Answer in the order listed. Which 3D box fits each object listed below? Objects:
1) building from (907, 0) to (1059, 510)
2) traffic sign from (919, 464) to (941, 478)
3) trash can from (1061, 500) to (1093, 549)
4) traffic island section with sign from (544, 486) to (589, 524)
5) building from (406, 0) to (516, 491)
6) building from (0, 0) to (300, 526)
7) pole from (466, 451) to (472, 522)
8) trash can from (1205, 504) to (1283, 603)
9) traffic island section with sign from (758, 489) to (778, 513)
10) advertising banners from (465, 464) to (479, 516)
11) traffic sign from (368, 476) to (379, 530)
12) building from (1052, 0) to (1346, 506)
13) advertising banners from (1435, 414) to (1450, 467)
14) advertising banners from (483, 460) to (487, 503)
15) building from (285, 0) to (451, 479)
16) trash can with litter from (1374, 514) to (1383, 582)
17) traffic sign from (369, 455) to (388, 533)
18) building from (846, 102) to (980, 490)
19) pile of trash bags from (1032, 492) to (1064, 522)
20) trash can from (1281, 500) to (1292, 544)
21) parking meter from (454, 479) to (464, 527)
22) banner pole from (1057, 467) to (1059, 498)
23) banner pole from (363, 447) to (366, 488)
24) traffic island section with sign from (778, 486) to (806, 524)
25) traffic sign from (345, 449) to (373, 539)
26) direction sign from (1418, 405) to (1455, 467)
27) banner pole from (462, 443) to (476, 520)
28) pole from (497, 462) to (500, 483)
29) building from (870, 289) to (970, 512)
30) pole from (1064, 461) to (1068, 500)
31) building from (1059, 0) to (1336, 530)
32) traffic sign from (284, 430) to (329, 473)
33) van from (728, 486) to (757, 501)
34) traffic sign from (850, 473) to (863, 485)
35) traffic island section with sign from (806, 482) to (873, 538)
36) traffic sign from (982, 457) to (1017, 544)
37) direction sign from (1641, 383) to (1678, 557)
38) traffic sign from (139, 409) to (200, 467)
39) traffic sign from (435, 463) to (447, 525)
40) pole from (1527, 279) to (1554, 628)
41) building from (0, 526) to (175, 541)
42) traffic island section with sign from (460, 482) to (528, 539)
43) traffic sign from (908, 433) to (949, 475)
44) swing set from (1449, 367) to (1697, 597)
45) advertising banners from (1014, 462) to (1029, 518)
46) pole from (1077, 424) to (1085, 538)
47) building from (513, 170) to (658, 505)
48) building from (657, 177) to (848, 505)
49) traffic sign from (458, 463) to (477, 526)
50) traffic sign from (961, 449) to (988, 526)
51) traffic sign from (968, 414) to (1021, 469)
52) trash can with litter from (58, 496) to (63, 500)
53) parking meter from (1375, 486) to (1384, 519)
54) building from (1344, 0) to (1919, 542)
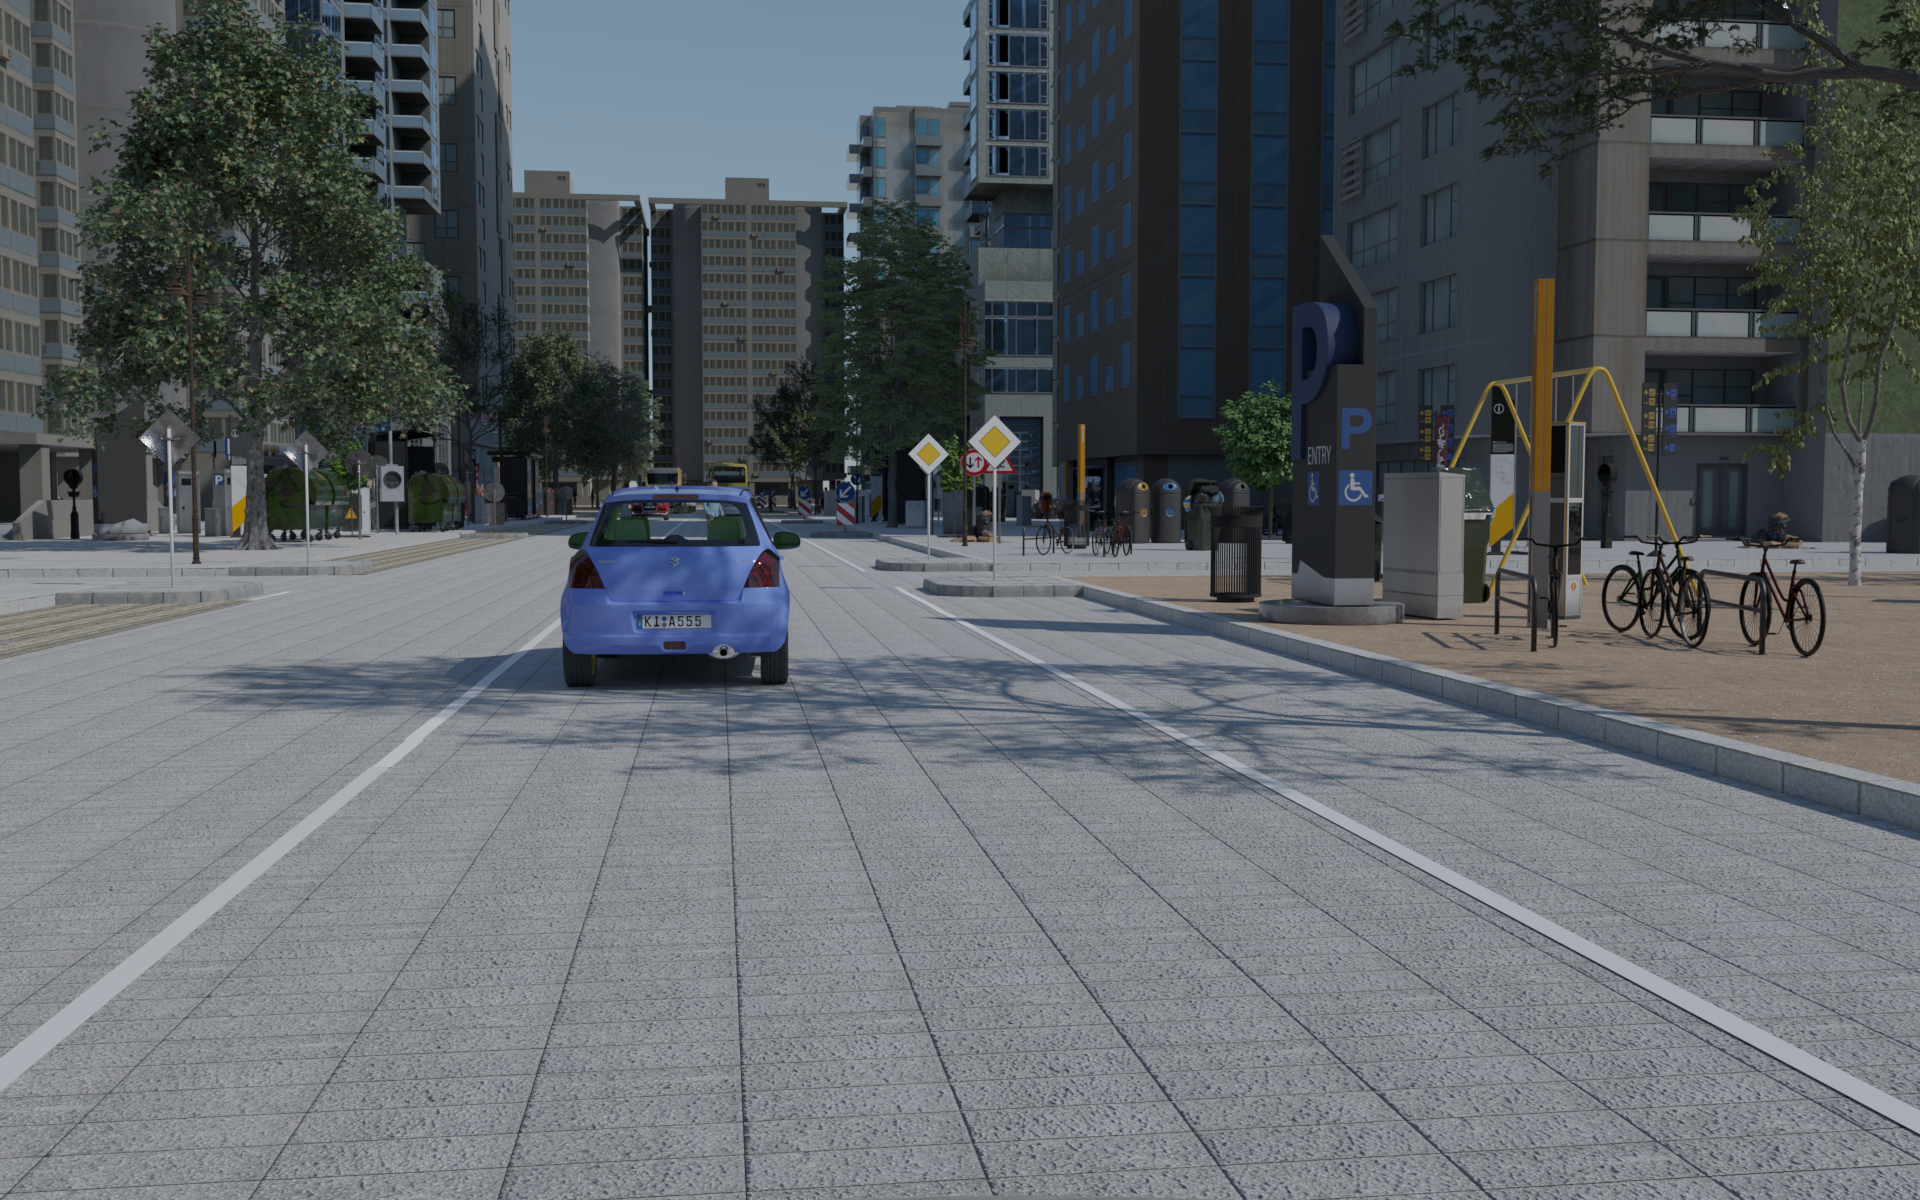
[{"bbox_3d":[8.597,-50.018,130.471,22.319,86.520,31.000,0,4,-8],"label":"building"},{"bbox_3d":[-0.964,-3.594,58.497,0.795,2.593,0.064,0,4,-2],"label":"traffic sign"},{"bbox_3d":[2.735,-1.770,40.598,0.748,1.137,0.748,0,3,0],"label":"trash can"},{"bbox_3d":[-18.894,-4.567,83.294,1.989,1.847,2.006,0,4,-8],"label":"traffic island section with sign"},{"bbox_3d":[-54.540,-34.550,154.134,27.495,52.752,28.713,0,4,-8],"label":"building"},{"bbox_3d":[-47.785,-24.137,86.517,32.217,40.220,23.993,0,4,-8],"label":"building"},{"bbox_3d":[-22.822,-5.303,80.549,0.158,3.312,0.155,0,3,0],"label":"pole"},{"bbox_3d":[3.289,-0.549,20.633,0.748,1.137,0.748,0,3,0],"label":"trash can"},{"bbox_3d":[-14.685,-7.677,134.140,1.989,1.847,2.006,0,4,-8],"label":"traffic island section with sign"},{"bbox_3d":[-28.565,-6.354,100.074,2.074,3.025,0.090,2,4,24],"label":"advertising banners"},{"bbox_3d":[-20.697,-3.734,61.160,0.768,2.556,0.104,0,3,0],"label":"traffic sign"},{"bbox_3d":[12.212,-25.322,97.614,14.154,41.232,14.086,0,4,-8],"label":"building"},{"bbox_3d":[10.429,-2.624,39.083,0.090,3.025,2.074,-1,4,-17],"label":"advertising banners"},{"bbox_3d":[-24.600,-5.717,89.661,0.090,3.025,2.074,-1,4,-12],"label":"advertising banners"},{"bbox_3d":[-46.924,-49.205,117.167,22.319,86.520,31.000,0,4,-8],"label":"building"},{"bbox_3d":[6.196,-0.856,25.378,1.055,1.170,0.624,2,4,25],"label":"trash can with litter"},{"bbox_3d":[-19.056,-3.456,56.607,0.768,2.556,0.104,0,4,-7],"label":"traffic sign"},{"bbox_3d":[1.191,-36.385,214.504,30.456,49.044,23.786,0,4,-8],"label":"building"},{"bbox_3d":[5.369,-4.834,88.784,3.447,1.369,1.912,-2,4,-25],"label":"pile of trash bags"},{"bbox_3d":[8.631,-2.022,44.716,0.748,1.137,0.748,0,3,0],"label":"trash can"},{"bbox_3d":[-19.531,-3.777,67.462,0.399,1.863,0.255,3,5,41],"label":"parking meter"},{"bbox_3d":[6.095,-7.170,107.246,0.401,3.779,0.863,-1,4,-17],"label":"banner pole"},{"bbox_3d":[-28.122,-5.591,81.425,0.401,3.779,0.863,1,4,13],"label":"banner pole"},{"bbox_3d":[-7.718,-4.636,84.423,1.989,1.847,2.006,0,4,-8],"label":"traffic island section with sign"},{"bbox_3d":[-16.982,-2.988,48.952,0.768,2.556,0.104,0,4,-3],"label":"traffic sign"},{"bbox_3d":[12.138,-3.193,44.209,0.876,3.537,0.379,1,4,14],"label":"direction sign"},{"bbox_3d":[-23.915,-5.763,84.243,0.863,3.779,0.401,0,4,4],"label":"banner pole"},{"bbox_3d":[-26.953,-6.573,101.307,0.158,3.312,0.155,0,3,0],"label":"pole"},{"bbox_3d":[6.608,-19.408,162.362,27.650,21.520,28.899,0,4,-8],"label":"building"},{"bbox_3d":[5.047,-5.391,81.992,0.158,3.312,0.155,0,3,0],"label":"pole"},{"bbox_3d":[12.109,-25.567,68.133,14.600,45.320,14.200,0,4,-8],"label":"building"},{"bbox_3d":[-11.967,-1.806,31.711,0.795,2.593,0.064,0,4,-8],"label":"traffic sign"},{"bbox_3d":[-11.722,-5.163,91.429,2.013,2.044,4.112,0,4,-8],"label":"van"},{"bbox_3d":[-6.134,-6.292,102.981,0.768,2.556,0.104,0,4,-8],"label":"traffic sign"},{"bbox_3d":[-3.982,-3.003,57.727,1.989,1.847,2.006,0,4,-8],"label":"traffic island section with sign"},{"bbox_3d":[1.018,-2.732,44.666,0.884,2.594,0.081,0,4,0],"label":"traffic sign"},{"bbox_3d":[14.287,-2.657,35.444,0.876,3.537,0.379,-1,4,-20],"label":"direction sign"},{"bbox_3d":[-10.859,-1.322,23.803,0.795,2.593,0.064,0,4,-8],"label":"traffic sign"},{"bbox_3d":[-21.039,-4.278,70.058,0.768,2.556,0.104,0,4,-4],"label":"traffic sign"},{"bbox_3d":[5.550,-1.389,16.556,0.158,3.312,0.155,0,3,0],"label":"pole"},{"bbox_3d":[-42.850,-21.975,51.173,32.217,40.220,23.993,0,4,-8],"label":"building"},{"bbox_3d":[-15.085,-2.909,56.186,1.989,1.847,2.006,0,4,-8],"label":"traffic island section with sign"},{"bbox_3d":[-0.581,-1.902,33.281,0.795,2.593,0.064,0,4,-8],"label":"traffic sign"},{"bbox_3d":[7.613,-1.542,22.829,2.862,2.851,3.119,-1,4,-8],"label":"swing set"},{"bbox_3d":[3.352,-5.981,93.981,0.090,3.025,2.074,2,4,24],"label":"advertising banners"},{"bbox_3d":[3.546,-3.475,50.666,0.158,3.312,0.155,0,3,0],"label":"pole"},{"bbox_3d":[-49.967,-31.735,210.740,23.993,40.220,32.217,0,4,-8],"label":"building"},{"bbox_3d":[-26.394,-32.023,215.450,23.993,40.220,32.217,0,4,-8],"label":"building"},{"bbox_3d":[-20.068,-4.311,70.599,0.768,2.556,0.104,0,4,-3],"label":"traffic sign"},{"bbox_3d":[0.400,-2.980,48.824,0.768,2.556,0.104,0,4,-1],"label":"traffic sign"},{"bbox_3d":[0.527,-1.418,25.373,0.795,2.593,0.064,0,4,-8],"label":"traffic sign"},{"bbox_3d":[-36.448,-3.641,70.584,2.233,1.210,1.678,-1,4,-12],"label":"trash can with litter"},{"bbox_3d":[10.758,-2.189,44.204,0.372,1.533,0.369,0,3,0],"label":"parking meter"},{"bbox_3d":[20.189,-22.491,51.329,14.086,41.232,14.154,0,4,-8],"label":"building"}]
